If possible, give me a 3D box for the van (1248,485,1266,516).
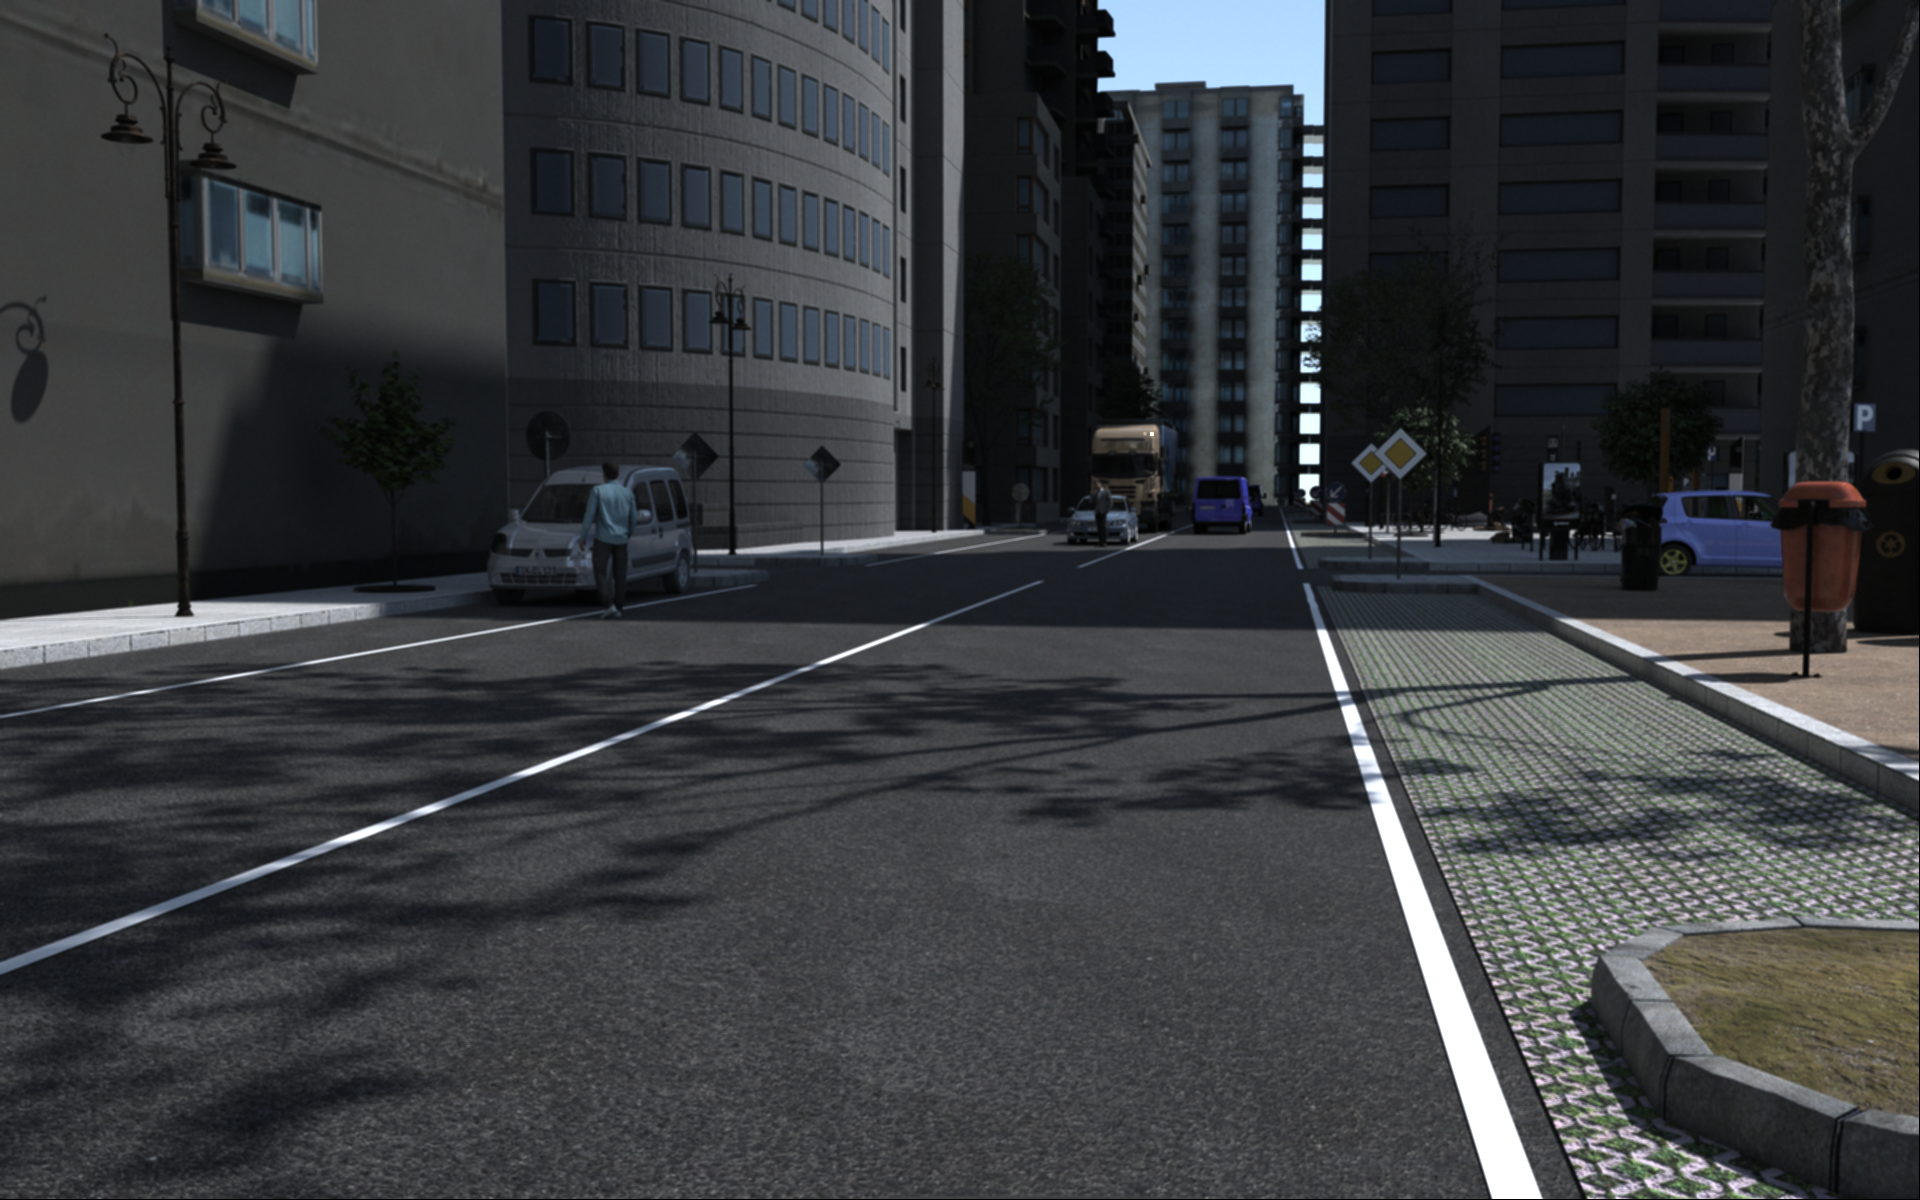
[{"bbox_3d":[19.083,-6.738,114.552,2.240,2.365,5.245,1,4,11],"label":"van"}]

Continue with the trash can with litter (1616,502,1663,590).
[{"bbox_3d":[9.085,-0.731,23.347,0.624,1.170,1.055,1,4,12],"label":"trash can with litter"}]

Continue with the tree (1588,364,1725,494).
[{"bbox_3d":[17.636,-3.688,44.006,4.285,4.588,4.351,0,3,0],"label":"tree"}]

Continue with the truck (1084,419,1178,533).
[{"bbox_3d":[6.780,-4.774,66.962,2.839,4.237,11.283,1,4,11],"label":"truck"}]

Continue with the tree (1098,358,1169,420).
[{"bbox_3d":[13.899,-13.892,145.257,7.486,12.596,7.792,0,3,0],"label":"tree"}]

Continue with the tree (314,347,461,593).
[{"bbox_3d":[-7.366,-1.729,22.875,1.663,3.219,1.824,0,3,0],"label":"tree"}]

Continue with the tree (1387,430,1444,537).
[{"bbox_3d":[13.862,-3.548,52.618,1.663,3.219,1.824,0,3,0],"label":"tree"}]

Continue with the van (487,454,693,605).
[{"bbox_3d":[-4.994,-1.021,23.712,2.013,2.044,4.112,1,4,9],"label":"van"}]

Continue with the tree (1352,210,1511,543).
[{"bbox_3d":[12.552,-5.829,45.671,4.360,8.622,3.978,0,3,0],"label":"tree"}]

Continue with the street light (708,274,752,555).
[{"bbox_3d":[-4.818,-3.895,36.474,0.468,5.910,1.993,1,4,10],"label":"street light"}]

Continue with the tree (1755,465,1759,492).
[{"bbox_3d":[44.740,-6.236,96.563,1.663,3.219,1.824,0,3,0],"label":"tree"}]

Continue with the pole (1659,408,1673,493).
[{"bbox_3d":[16.726,-2.893,41.136,0.158,3.312,0.155,0,3,0],"label":"pole"}]

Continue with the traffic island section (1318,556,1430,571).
[{"bbox_3d":[8.073,-0.718,34.016,2.009,0.180,2.903,1,4,10],"label":"traffic island section"}]

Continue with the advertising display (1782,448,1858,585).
[{"bbox_3d":[12.084,-1.172,24.370,0.974,1.923,0.123,0,4,4],"label":"advertising display"}]

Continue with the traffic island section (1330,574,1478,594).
[{"bbox_3d":[6.642,-0.237,26.160,2.009,0.180,2.903,1,4,10],"label":"traffic island section"}]

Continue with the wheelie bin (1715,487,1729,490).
[{"bbox_3d":[32.151,-3.977,72.925,0.980,1.594,0.693,0,4,-2],"label":"wheelie bin"}]

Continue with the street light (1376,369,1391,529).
[{"bbox_3d":[15.642,-5.581,64.040,0.468,5.910,1.993,1,4,10],"label":"street light"}]

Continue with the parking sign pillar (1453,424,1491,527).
[{"bbox_3d":[19.804,-4.806,67.050,1.447,3.967,1.447,0,4,-8],"label":"parking sign pillar"}]

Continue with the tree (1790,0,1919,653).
[{"bbox_3d":[6.036,-9.575,12.439,12.611,20.169,13.585,0,3,0],"label":"tree"}]

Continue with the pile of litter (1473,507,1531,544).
[{"bbox_3d":[14.444,-1.930,45.520,1.719,0.858,1.176,-3,5,-42],"label":"pile of litter"}]

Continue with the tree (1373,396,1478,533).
[{"bbox_3d":[15.356,-4.502,57.323,4.285,4.588,4.351,0,3,0],"label":"tree"}]

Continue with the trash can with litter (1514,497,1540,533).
[{"bbox_3d":[18.799,-2.791,57.023,1.055,1.170,0.624,-2,4,-28],"label":"trash can with litter"}]

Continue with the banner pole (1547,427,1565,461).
[{"bbox_3d":[22.269,-4.567,64.695,0.401,3.779,0.863,-3,4,-38],"label":"banner pole"}]

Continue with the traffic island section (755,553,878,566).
[{"bbox_3d":[-2.888,-0.840,36.010,2.009,0.180,2.903,1,4,10],"label":"traffic island section"}]

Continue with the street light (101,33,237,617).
[{"bbox_3d":[-8.148,-2.766,18.018,0.468,5.910,1.993,1,4,10],"label":"street light"}]

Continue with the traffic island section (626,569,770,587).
[{"bbox_3d":[-4.319,-0.359,28.154,2.009,0.180,2.903,1,4,10],"label":"traffic island section"}]

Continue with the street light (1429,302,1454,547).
[{"bbox_3d":[11.613,-4.227,41.906,0.468,5.910,1.993,1,4,10],"label":"street light"}]

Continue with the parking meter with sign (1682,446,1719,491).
[{"bbox_3d":[26.435,-4.049,62.469,1.738,3.016,0.543,-1,4,-17],"label":"parking meter with sign"}]

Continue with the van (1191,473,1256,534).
[{"bbox_3d":[9.648,-3.616,63.504,2.240,2.365,5.245,1,4,12],"label":"van"}]

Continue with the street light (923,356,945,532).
[{"bbox_3d":[-0.869,-5.205,57.893,0.468,5.910,1.993,1,4,10],"label":"street light"}]

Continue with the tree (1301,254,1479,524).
[{"bbox_3d":[18.393,-9.092,74.403,9.928,11.665,9.643,0,3,0],"label":"tree"}]

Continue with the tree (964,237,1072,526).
[{"bbox_3d":[0.966,-8.802,69.665,9.928,11.665,9.643,0,3,0],"label":"tree"}]

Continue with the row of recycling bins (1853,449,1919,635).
[{"bbox_3d":[9.198,-0.474,14.857,1.069,1.692,3.534,-1,4,-16],"label":"row of recycling bins"}]

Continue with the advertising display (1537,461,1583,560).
[{"bbox_3d":[11.634,-1.737,33.611,0.974,1.923,0.123,-1,4,-21],"label":"advertising display"}]

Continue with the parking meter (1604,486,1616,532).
[{"bbox_3d":[21.778,-3.035,58.040,0.372,1.533,0.369,0,3,0],"label":"parking meter"}]

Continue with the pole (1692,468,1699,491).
[{"bbox_3d":[22.286,-3.586,52.472,0.158,3.312,0.155,0,3,0],"label":"pole"}]

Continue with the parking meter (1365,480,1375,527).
[{"bbox_3d":[16.079,-3.806,67.944,0.255,1.863,0.399,-1,4,-14],"label":"parking meter"}]

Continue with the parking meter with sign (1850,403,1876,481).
[{"bbox_3d":[17.086,-2.317,34.140,0.543,3.016,1.738,-1,4,-19],"label":"parking meter with sign"}]
